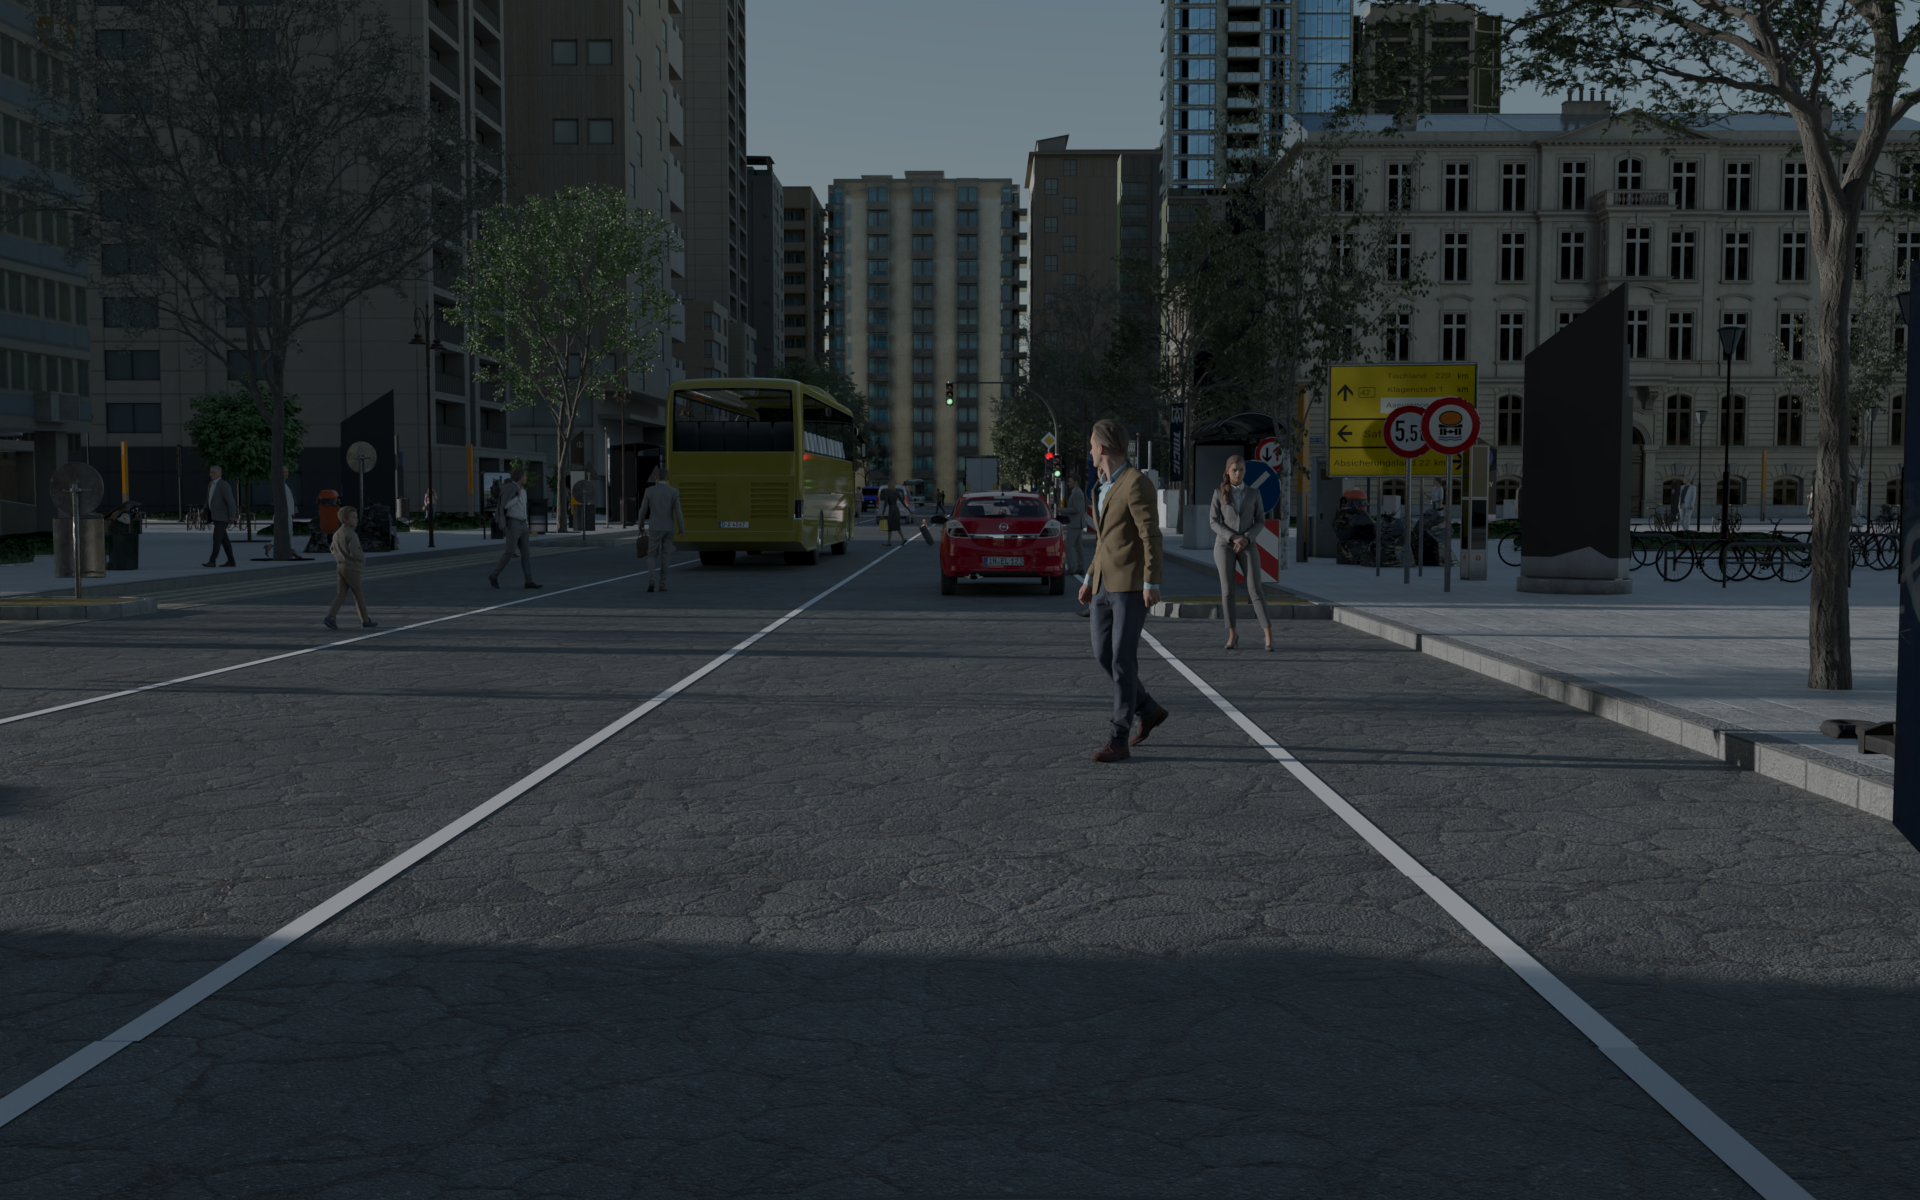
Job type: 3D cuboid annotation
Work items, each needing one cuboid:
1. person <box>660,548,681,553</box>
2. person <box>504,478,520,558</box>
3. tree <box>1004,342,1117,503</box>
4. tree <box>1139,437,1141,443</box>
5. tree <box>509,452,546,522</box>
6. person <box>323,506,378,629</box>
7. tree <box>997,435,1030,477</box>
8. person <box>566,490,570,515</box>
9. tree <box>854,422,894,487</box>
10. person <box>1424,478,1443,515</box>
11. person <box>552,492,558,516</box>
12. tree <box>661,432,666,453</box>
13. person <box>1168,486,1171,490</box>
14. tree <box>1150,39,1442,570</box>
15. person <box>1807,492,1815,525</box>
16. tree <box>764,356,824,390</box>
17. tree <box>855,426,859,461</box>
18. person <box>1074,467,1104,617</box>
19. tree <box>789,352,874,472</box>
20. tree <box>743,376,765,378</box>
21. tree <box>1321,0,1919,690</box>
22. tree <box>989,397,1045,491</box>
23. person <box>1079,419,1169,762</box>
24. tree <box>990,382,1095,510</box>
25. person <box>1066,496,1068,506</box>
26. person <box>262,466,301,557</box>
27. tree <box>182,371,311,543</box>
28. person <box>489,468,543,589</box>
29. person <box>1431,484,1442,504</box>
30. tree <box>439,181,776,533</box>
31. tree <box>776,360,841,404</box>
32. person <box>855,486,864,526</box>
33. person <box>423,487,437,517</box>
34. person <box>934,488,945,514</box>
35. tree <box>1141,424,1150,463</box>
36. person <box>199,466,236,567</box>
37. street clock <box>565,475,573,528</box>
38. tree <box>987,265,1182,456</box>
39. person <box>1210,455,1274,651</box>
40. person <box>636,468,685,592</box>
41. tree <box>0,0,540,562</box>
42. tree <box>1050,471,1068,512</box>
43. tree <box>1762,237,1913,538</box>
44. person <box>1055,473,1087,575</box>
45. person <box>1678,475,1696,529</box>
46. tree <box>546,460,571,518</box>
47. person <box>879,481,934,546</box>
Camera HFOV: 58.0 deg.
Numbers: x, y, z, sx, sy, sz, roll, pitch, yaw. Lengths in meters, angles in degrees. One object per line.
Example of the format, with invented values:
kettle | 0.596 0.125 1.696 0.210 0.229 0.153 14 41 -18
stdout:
person | -7.086 -2.040 42.204 0.721 1.781 0.623 -1 4 -20
person | -9.950 -1.826 38.632 0.520 1.790 0.573 3 5 39
tree | 7.324 -11.738 117.667 9.928 11.665 9.643 0 3 0
tree | 15.221 -10.873 128.133 4.360 8.622 3.978 0 3 0
tree | -20.345 -5.193 79.507 1.663 3.219 1.824 0 3 0
person | -6.510 -0.345 18.409 0.475 1.303 0.640 2 4 29
tree | 8.489 -15.851 193.569 7.601 10.594 8.767 3 5 43
person | -23.804 -6.077 105.583 0.592 1.802 0.473 1 4 12
tree | -11.107 -16.311 201.089 7.601 10.594 8.767 0 4 8
person | 12.141 -2.313 44.426 0.524 1.755 0.480 -1 4 -14
person | -24.027 -5.914 102.986 0.529 1.795 0.600 0 4 6
tree | -19.106 -10.441 121.067 4.360 8.622 3.978 0 3 0
person | 13.060 -6.230 108.127 0.478 1.798 0.641 1 4 19
tree | 5.740 -4.816 29.100 4.360 8.622 3.978 0 3 0
person | 36.871 -4.056 74.787 0.822 1.834 0.622 -2 4 -28
tree | -11.672 -11.135 116.469 7.601 10.594 8.767 0 4 -3
tree | -11.582 -13.489 170.901 4.360 8.622 3.978 0 3 0
person | 1.757 -0.708 20.181 0.850 1.850 0.679 0 3 0
tree | -11.888 -15.125 153.950 9.857 13.997 8.962 0 3 0
tree | -12.384 -9.572 106.866 4.360 8.622 3.978 0 3 0
tree | 5.420 -4.689 11.078 7.601 10.594 8.767 -1 4 -15
tree | 8.325 -19.682 228.458 9.857 13.997 8.962 0 3 0
person | 0.887 -0.070 9.559 0.656 1.842 0.836 2 4 35
tree | 7.739 -13.871 143.797 9.611 12.733 9.660 0 3 0
person | 7.586 -6.606 119.557 1.012 1.151 0.738 -1 4 -16
person | -13.526 -1.749 34.513 0.818 1.842 0.514 -3 4 -38
tree | -18.999 -3.829 46.324 4.285 4.588 4.351 0 3 0
person | -6.752 -1.077 26.213 0.850 1.850 0.679 1 4 12
person | 19.483 -3.939 70.713 0.793 1.790 0.793 1 4 13
tree | -12.972 -8.019 56.863 9.928 11.665 9.643 0 3 0
tree | -12.911 -12.840 135.695 9.928 11.665 9.643 0 3 0
person | -4.665 -4.245 78.251 0.599 1.781 0.374 2 4 30
person | -22.616 -3.961 73.845 0.593 1.750 0.643 -2 4 -23
person | -1.468 -7.133 125.039 0.836 1.842 0.656 1 4 9
tree | 14.786 -9.962 113.233 4.360 8.622 3.978 0 3 0
person | -12.982 -1.453 30.195 0.661 1.777 0.834 2 4 25
street clock | -14.586 -3.691 64.926 0.471 2.002 0.358 0 4 -1
tree | 6.981 -11.149 92.654 12.009 13.543 11.850 0 3 0
person | 2.594 -0.437 15.916 0.520 1.790 0.573 -1 4 -13
person | -4.418 -1.033 25.514 0.709 1.813 0.853 -1 4 -9
tree | -13.177 -7.494 32.898 12.009 13.543 11.850 0 3 0
tree | 6.867 -7.886 123.542 1.663 3.219 1.824 0 3 0
tree | 25.742 -6.084 49.831 4.360 8.622 3.978 0 3 0
person | 1.953 -1.342 30.643 0.583 1.804 0.606 0 4 2
person | 21.152 -2.719 50.378 0.514 1.842 0.818 3 4 36
tree | -21.996 -6.128 94.791 1.663 3.219 1.824 0 3 0
person | -1.473 -2.385 47.710 1.509 1.804 0.699 0 4 2
